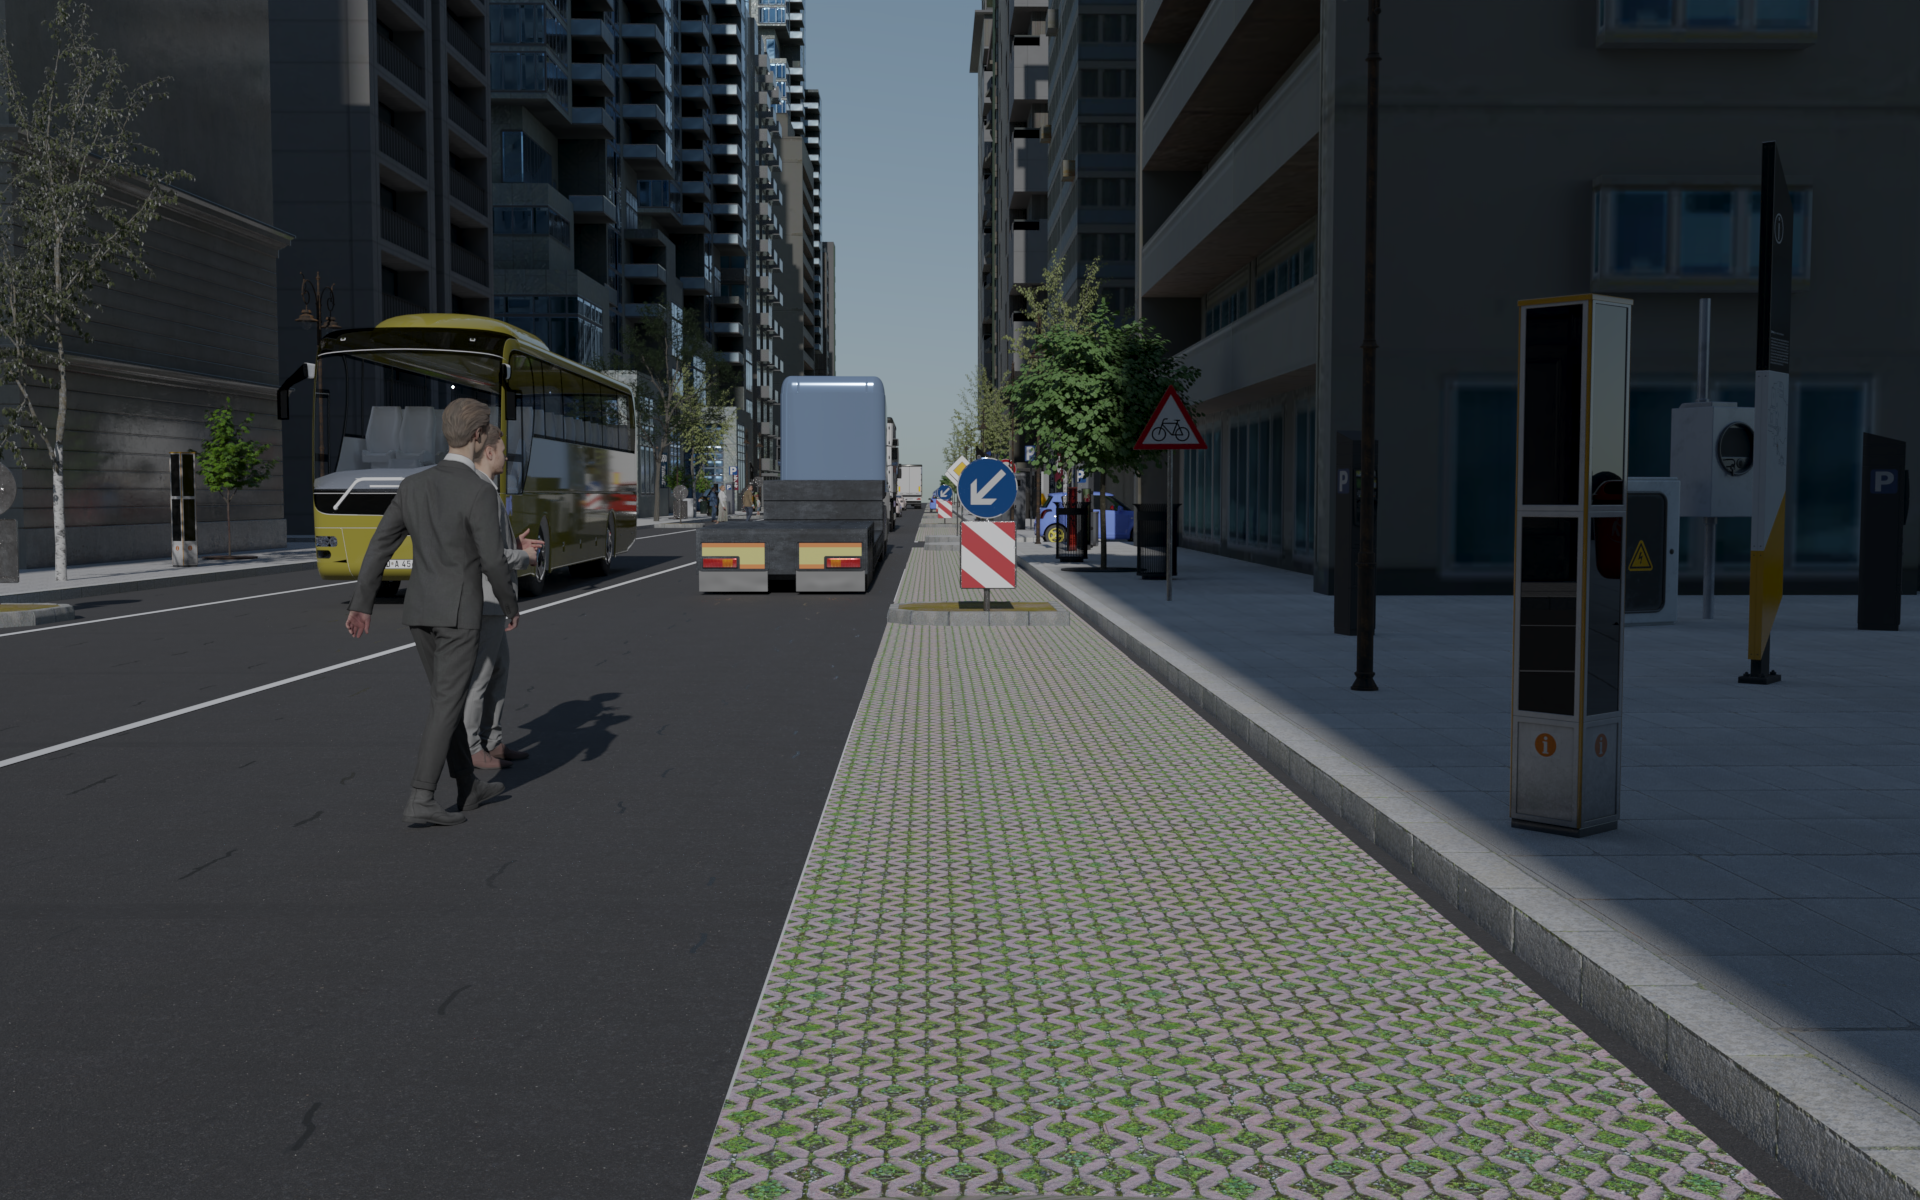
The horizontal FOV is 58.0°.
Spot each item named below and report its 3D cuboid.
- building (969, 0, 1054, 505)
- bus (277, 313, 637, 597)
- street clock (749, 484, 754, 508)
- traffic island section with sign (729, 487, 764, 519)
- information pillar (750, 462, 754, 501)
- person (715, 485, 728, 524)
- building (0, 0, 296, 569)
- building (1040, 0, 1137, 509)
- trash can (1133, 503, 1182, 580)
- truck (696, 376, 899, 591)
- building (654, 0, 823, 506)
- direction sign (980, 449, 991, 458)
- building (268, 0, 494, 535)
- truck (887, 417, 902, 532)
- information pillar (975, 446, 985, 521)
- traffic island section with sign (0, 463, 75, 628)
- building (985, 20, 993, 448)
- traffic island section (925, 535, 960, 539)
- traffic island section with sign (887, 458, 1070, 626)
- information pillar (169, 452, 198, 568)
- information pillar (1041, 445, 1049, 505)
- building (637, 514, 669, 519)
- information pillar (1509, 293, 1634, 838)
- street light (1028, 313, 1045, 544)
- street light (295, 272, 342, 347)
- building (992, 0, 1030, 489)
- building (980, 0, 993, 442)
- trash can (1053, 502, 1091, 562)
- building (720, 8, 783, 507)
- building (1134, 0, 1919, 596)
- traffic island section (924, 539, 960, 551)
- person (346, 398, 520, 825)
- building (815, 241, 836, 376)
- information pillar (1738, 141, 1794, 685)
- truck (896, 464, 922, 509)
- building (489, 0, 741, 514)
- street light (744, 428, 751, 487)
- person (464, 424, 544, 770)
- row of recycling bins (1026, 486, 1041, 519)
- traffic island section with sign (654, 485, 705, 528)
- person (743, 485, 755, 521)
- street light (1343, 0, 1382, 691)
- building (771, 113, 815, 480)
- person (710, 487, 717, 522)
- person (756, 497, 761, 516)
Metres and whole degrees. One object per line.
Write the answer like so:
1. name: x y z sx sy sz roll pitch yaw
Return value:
1. building: 15.655 -36.576 187.260 28.713 52.752 27.495 0 4 -1
2. bus: -7.216 -2.192 27.387 2.896 3.916 12.252 0 4 -3
3. street clock: -14.781 -7.228 122.753 0.358 2.002 0.471 -2 4 -33
4. traffic island section with sign: -12.473 -5.680 101.494 1.989 1.847 2.006 0 4 -1
5. information pillar: -15.212 -8.261 126.420 0.183 3.616 0.504 1 4 18
6. person: -9.666 -3.750 70.043 0.641 1.798 0.478 1 4 21
7. building: -32.927 -13.219 35.217 34.723 24.649 14.460 0 4 -1
8. building: 15.797 -23.156 70.490 23.993 40.220 32.217 0 4 -1
9. trash can: 2.959 -0.878 26.006 0.748 1.137 0.748 0 3 0
10. truck: -2.755 -2.690 33.748 2.967 4.110 18.799 0 4 -1
11. building: -29.772 -57.259 248.850 22.319 86.520 31.000 0 4 -1
12. direction sign: 1.231 -5.840 87.485 0.876 3.537 0.379 -3 5 -39
13. building: -26.332 -38.155 62.091 20.563 71.187 20.611 0 4 -1
14. truck: -3.784 -4.868 68.508 2.839 4.237 11.283 0 4 -1
15. information pillar: 0.966 -5.654 83.797 0.504 3.616 0.183 -2 4 -33
16. traffic island section with sign: -11.086 -0.649 19.243 1.989 1.847 2.006 0 4 -1
17. building: 13.554 -30.866 159.278 22.147 44.769 28.867 0 4 -1
18. traffic island section: -0.058 -1.862 52.727 2.009 0.180 2.903 0 4 -1
19. traffic island section with sign: 0.180 -0.672 19.616 1.989 1.847 2.006 0 4 -1
20. information pillar: -13.605 -1.581 30.348 0.304 2.012 0.304 2 4 28
21. information pillar: 3.170 -4.465 64.350 0.183 3.616 0.504 2 4 29
22. building: -28.264 -48.359 103.335 22.319 86.520 31.000 0 4 -1
23. information pillar: 2.320 -0.128 6.588 0.304 2.012 0.304 -3 5 -40
24. street light: 2.004 -4.374 44.297 0.468 5.910 1.993 0 4 -1
25. street light: -13.345 -3.877 36.178 0.468 5.910 1.993 0 4 -1
26. building: 9.539 -27.785 137.878 14.154 41.232 14.086 0 4 -1
27. building: 11.248 -49.669 250.344 20.563 71.187 20.611 0 4 -1
28. trash can: 2.111 -1.286 32.686 0.748 1.137 0.748 0 3 0
29. building: -29.569 -33.865 173.302 23.786 49.044 30.456 0 4 -1
30. building: 15.118 -24.913 31.036 21.300 48.544 21.600 0 4 -1
31. traffic island section: 0.078 -1.374 44.743 2.009 0.180 2.903 0 4 -1
32. person: -2.219 0.038 7.654 0.659 1.850 0.755 2 4 28
33. building: -26.941 -36.038 272.810 14.154 41.232 14.086 0 4 -1
34. information pillar: 5.510 -1.249 11.770 0.183 3.616 0.504 3 5 40
35. truck: -5.013 -11.016 169.018 2.839 4.237 11.283 0 4 -2
36. building: -27.935 -50.659 140.954 22.319 86.520 31.000 0 4 -1
37. street light: -14.896 -9.069 121.071 0.468 5.910 1.993 0 4 -1
38. person: -2.415 -0.024 9.093 0.583 1.804 0.606 -2 4 -35
39. row of recycling bins: 2.848 -5.070 90.004 3.534 1.692 1.069 1 4 18
40. traffic island section with sign: -12.030 -4.031 74.543 1.989 1.847 2.006 0 4 -1
41. person: -9.138 -4.067 74.912 0.656 1.842 0.836 1 4 18
42. street light: 2.651 -2.348 11.171 0.468 5.910 1.993 0 4 -1
43. building: -30.178 -36.700 223.748 21.300 48.544 21.600 0 4 -1
44. person: -12.640 -4.906 88.901 0.419 1.800 0.721 -1 4 -18
45. person: -13.058 -6.044 112.000 0.352 1.250 0.332 1 4 16
